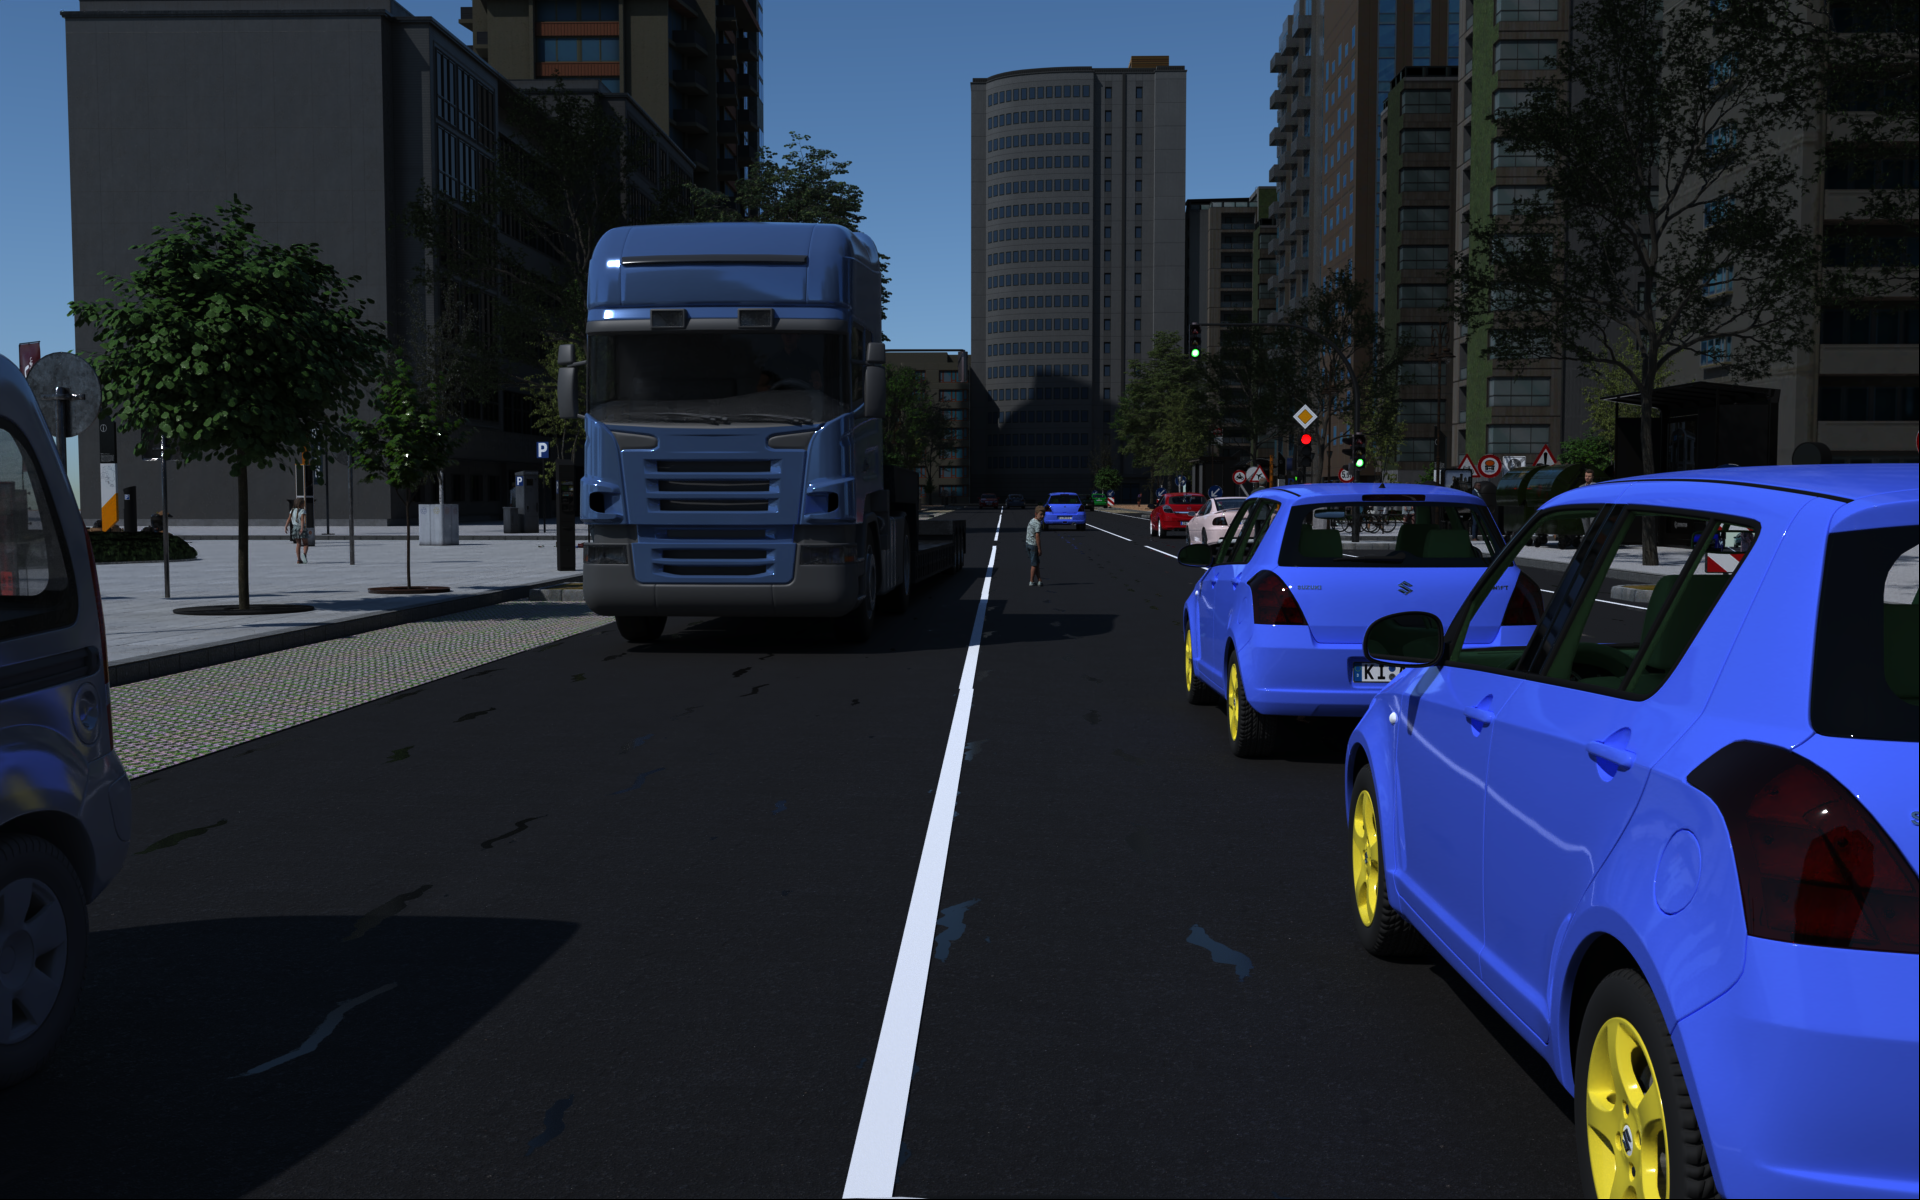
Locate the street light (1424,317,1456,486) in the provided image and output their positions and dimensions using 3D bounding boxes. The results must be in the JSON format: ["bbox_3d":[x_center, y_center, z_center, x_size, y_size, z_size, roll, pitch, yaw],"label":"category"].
[{"bbox_3d":[12.570,-4.446,45.486,0.468,5.910,1.993,0,4,1],"label":"street light"}]

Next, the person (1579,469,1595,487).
[{"bbox_3d":[13.103,-1.829,36.153,0.606,1.804,0.583,3,5,43],"label":"person"}]

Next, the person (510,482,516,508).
[{"bbox_3d":[-19.212,-4.191,74.796,0.478,1.798,0.641,-1,4,-12],"label":"person"}]

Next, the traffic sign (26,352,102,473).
[{"bbox_3d":[-8.054,-0.944,15.546,0.768,2.556,0.104,1,4,8],"label":"traffic sign"}]

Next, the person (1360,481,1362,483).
[{"bbox_3d":[16.959,-4.122,73.428,0.794,1.824,0.713,-3,5,-44],"label":"person"}]

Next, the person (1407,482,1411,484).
[{"bbox_3d":[15.978,-3.348,61.782,0.512,1.701,0.522,-2,4,-28],"label":"person"}]

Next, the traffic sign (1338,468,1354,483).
[{"bbox_3d":[17.822,-4.882,79.921,0.768,2.556,0.104,0,4,5],"label":"traffic sign"}]

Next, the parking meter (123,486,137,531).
[{"bbox_3d":[-25.998,-2.804,54.259,0.372,1.533,0.369,0,3,0],"label":"parking meter"}]

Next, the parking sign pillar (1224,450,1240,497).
[{"bbox_3d":[16.467,-7.189,106.016,1.447,3.967,1.447,-1,4,-18],"label":"parking sign pillar"}]

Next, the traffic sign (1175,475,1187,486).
[{"bbox_3d":[14.775,-7.087,115.976,0.768,2.556,0.104,0,4,7],"label":"traffic sign"}]

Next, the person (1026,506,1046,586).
[{"bbox_3d":[1.186,-0.849,27.064,0.352,1.250,0.332,1,4,21],"label":"person"}]

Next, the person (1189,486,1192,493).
[{"bbox_3d":[15.658,-6.751,116.430,0.555,1.821,0.388,2,4,27],"label":"person"}]

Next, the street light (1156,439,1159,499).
[{"bbox_3d":[14.746,-9.542,128.793,0.468,5.910,1.993,0,4,1],"label":"street light"}]

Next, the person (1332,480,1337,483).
[{"bbox_3d":[14.727,-3.784,68.004,0.679,1.850,0.850,3,4,36],"label":"person"}]

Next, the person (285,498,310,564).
[{"bbox_3d":[-12.208,-1.271,31.846,0.505,1.210,0.382,1,4,9],"label":"person"}]

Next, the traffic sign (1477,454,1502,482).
[{"bbox_3d":[16.895,-3.377,55.321,0.768,2.556,0.104,0,4,5],"label":"traffic sign"}]

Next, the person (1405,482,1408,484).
[{"bbox_3d":[18.685,-4.027,72.070,0.537,1.800,0.526,-1,4,-15],"label":"person"}]

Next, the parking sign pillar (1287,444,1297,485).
[{"bbox_3d":[17.801,-6.387,92.907,1.447,3.967,1.447,1,4,15],"label":"parking sign pillar"}]

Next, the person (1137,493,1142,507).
[{"bbox_3d":[18.325,-10.229,176.516,0.421,1.427,0.697,-2,4,-26],"label":"person"}]

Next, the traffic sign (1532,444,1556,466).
[{"bbox_3d":[15.203,-2.755,45.043,0.884,2.594,0.081,1,4,10],"label":"traffic sign"}]

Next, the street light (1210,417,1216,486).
[{"bbox_3d":[13.845,-7.467,94.873,0.468,5.910,1.993,0,4,1],"label":"street light"}]

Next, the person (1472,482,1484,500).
[{"bbox_3d":[15.459,-2.642,51.879,0.419,1.800,0.721,2,4,35],"label":"person"}]

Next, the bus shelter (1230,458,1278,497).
[{"bbox_3d":[16.976,-6.501,100.212,2.014,3.302,5.546,0,4,2],"label":"bus shelter"}]

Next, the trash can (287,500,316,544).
[{"bbox_3d":[-17.126,-2.045,45.084,0.748,1.137,0.748,0,3,0],"label":"trash can"}]

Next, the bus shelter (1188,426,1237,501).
[{"bbox_3d":[14.479,-7.512,100.452,2.179,5.291,8.768,0,4,2],"label":"bus shelter"}]

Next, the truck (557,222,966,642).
[{"bbox_3d":[-1.648,-2.079,23.758,2.967,4.110,18.799,0,4,3],"label":"truck"}]

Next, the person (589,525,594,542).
[{"bbox_3d":[-7.553,-1.862,36.341,0.661,1.843,0.795,-1,4,-20],"label":"person"}]

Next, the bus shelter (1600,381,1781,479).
[{"bbox_3d":[16.351,-2.929,39.173,1.731,3.624,6.357,0,4,2],"label":"bus shelter"}]

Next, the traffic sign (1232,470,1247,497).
[{"bbox_3d":[14.682,-5.557,90.960,0.768,2.556,0.104,1,4,10],"label":"traffic sign"}]

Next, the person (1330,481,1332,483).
[{"bbox_3d":[15.026,-3.891,69.676,0.620,1.820,0.660,0,4,1],"label":"person"}]

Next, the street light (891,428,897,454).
[{"bbox_3d":[-4.594,-9.118,121.860,0.468,5.910,1.993,0,4,1],"label":"street light"}]

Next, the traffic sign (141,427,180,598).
[{"bbox_3d":[-9.809,-1.177,21.373,0.606,2.300,0.079,0,4,7],"label":"traffic sign"}]

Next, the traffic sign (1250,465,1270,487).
[{"bbox_3d":[13.295,-4.705,76.925,0.884,2.594,0.081,0,4,7],"label":"traffic sign"}]

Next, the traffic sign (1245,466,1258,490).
[{"bbox_3d":[13.546,-4.879,79.877,0.768,2.556,0.104,1,4,10],"label":"traffic sign"}]

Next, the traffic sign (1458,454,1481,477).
[{"bbox_3d":[16.271,-3.406,55.684,0.884,2.594,0.081,0,4,5],"label":"traffic sign"}]

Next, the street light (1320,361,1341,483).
[{"bbox_3d":[12.919,-5.369,60.575,0.468,5.910,1.993,0,4,1],"label":"street light"}]

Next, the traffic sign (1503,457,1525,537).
[{"bbox_3d":[14.974,-2.736,46.865,0.606,2.300,0.079,0,4,4],"label":"traffic sign"}]

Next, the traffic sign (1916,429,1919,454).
[{"bbox_3d":[16.397,-1.772,29.080,0.768,2.556,0.104,0,4,4],"label":"traffic sign"}]

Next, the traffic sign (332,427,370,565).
[{"bbox_3d":[-11.026,-1.911,31.347,0.768,2.556,0.104,0,4,3],"label":"traffic sign"}]

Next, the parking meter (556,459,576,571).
[{"bbox_3d":[-6.587,-1.420,28.927,0.255,1.863,0.399,-1,4,-22],"label":"parking meter"}]

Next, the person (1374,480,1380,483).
[{"bbox_3d":[14.894,-3.402,62.015,0.694,1.780,0.624,-3,4,-36],"label":"person"}]

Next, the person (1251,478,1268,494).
[{"bbox_3d":[6.853,-1.862,39.121,0.661,1.801,0.590,3,5,40],"label":"person"}]
